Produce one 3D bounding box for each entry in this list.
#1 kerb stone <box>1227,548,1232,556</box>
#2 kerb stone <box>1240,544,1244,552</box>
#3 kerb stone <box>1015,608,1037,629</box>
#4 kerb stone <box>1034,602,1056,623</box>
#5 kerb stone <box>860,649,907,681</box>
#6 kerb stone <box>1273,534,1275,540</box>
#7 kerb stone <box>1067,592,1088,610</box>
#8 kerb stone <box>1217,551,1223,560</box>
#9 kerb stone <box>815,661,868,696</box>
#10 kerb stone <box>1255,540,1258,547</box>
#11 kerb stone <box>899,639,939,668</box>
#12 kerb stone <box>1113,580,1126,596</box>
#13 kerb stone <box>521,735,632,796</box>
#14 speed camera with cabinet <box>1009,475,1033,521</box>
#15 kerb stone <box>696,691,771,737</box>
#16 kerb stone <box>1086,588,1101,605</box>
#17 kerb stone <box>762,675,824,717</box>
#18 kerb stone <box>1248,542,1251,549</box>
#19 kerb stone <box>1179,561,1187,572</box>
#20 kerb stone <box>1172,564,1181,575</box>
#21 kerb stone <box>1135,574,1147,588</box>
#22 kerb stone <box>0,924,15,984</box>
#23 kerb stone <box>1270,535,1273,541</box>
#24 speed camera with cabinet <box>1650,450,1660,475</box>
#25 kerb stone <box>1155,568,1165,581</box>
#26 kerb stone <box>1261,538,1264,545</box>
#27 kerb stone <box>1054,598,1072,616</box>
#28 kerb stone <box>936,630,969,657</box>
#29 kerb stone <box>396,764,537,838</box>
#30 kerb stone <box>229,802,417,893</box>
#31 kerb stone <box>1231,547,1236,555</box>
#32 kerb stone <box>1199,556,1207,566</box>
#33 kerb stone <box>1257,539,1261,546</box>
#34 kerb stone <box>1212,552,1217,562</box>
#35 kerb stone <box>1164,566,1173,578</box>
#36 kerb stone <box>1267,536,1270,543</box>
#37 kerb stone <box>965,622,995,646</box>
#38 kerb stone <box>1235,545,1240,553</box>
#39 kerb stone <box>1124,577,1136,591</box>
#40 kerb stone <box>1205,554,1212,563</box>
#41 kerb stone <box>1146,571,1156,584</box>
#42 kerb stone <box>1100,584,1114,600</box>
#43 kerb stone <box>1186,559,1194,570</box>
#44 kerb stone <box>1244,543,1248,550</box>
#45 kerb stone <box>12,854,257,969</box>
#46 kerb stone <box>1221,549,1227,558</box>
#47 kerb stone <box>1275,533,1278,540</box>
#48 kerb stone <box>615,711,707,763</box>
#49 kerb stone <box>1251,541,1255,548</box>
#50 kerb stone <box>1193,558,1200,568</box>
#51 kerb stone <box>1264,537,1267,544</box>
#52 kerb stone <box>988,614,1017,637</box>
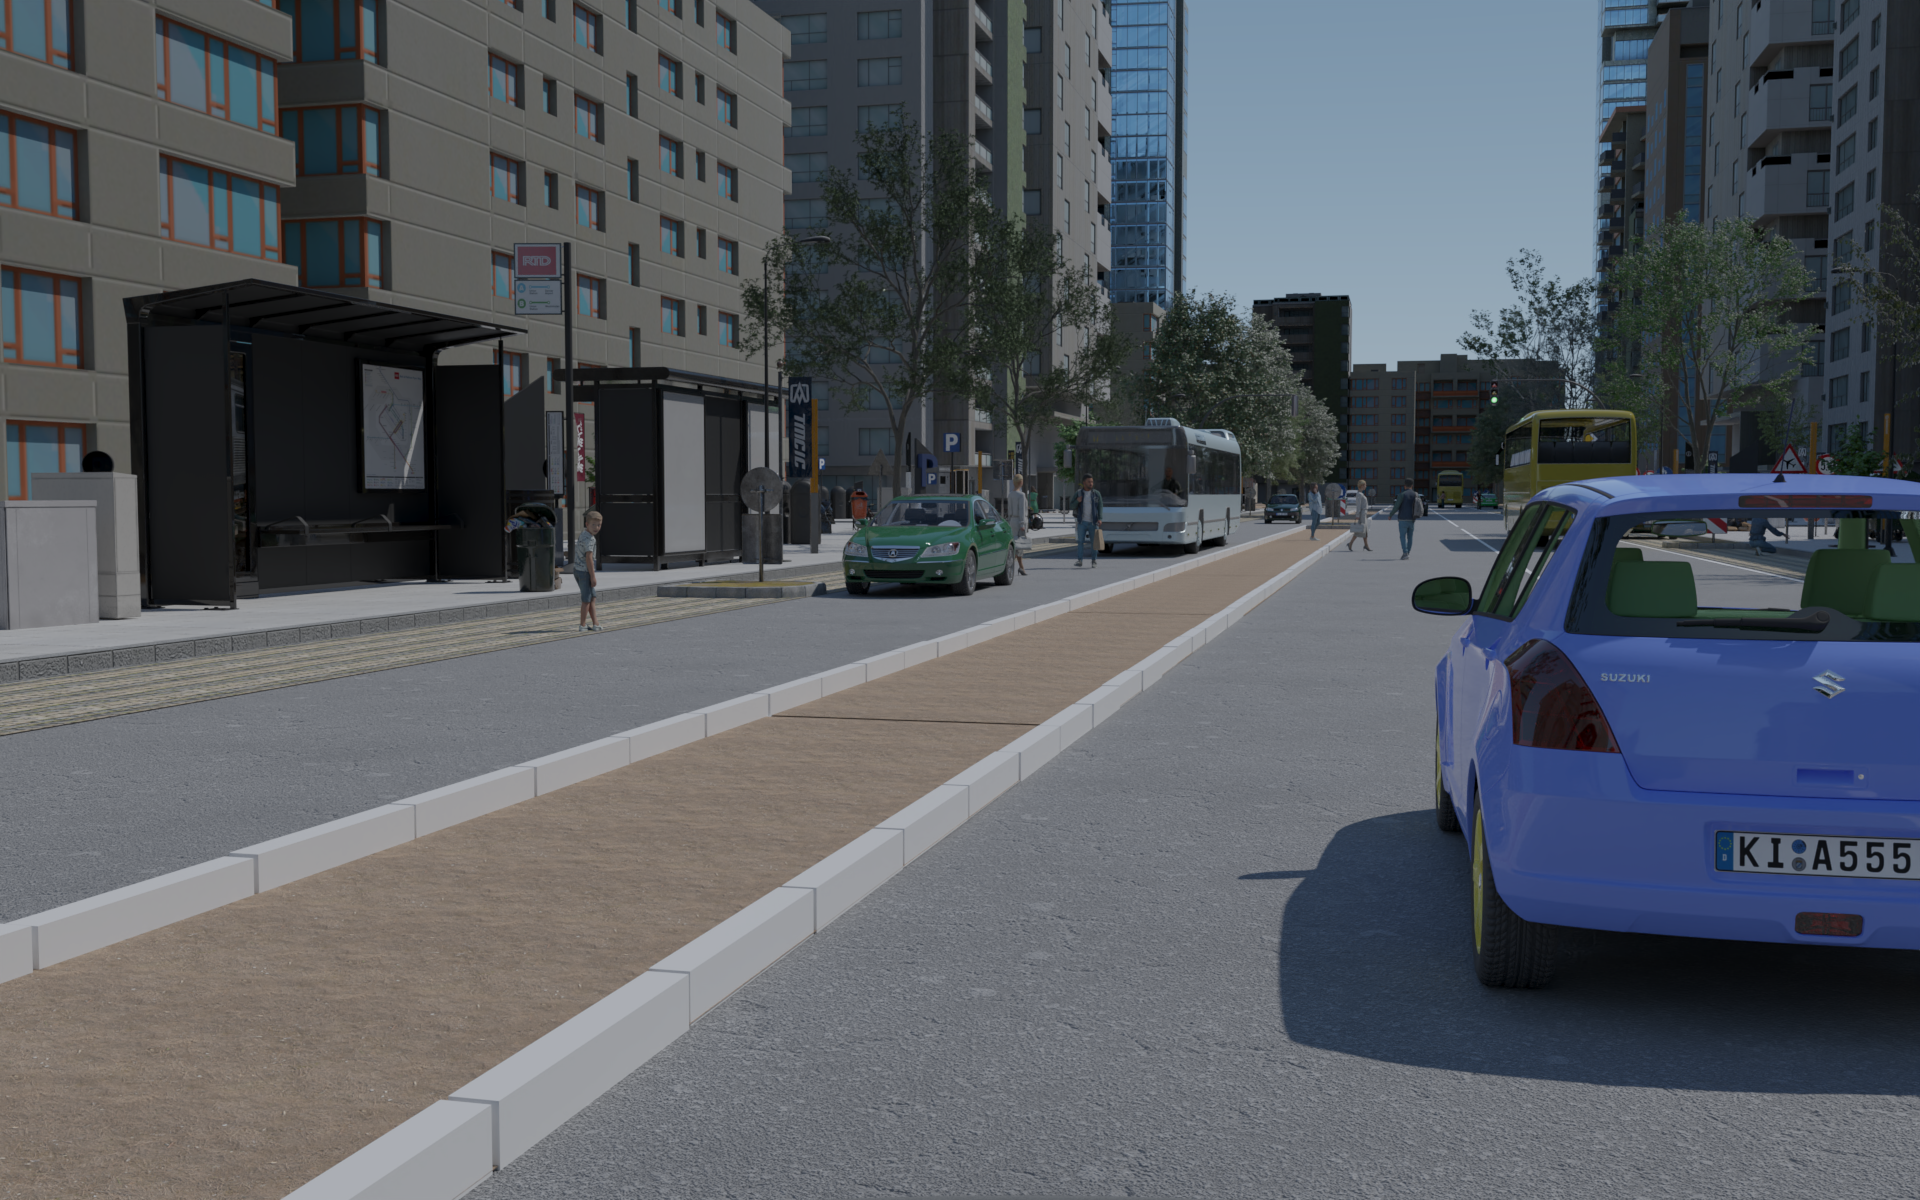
[{"bbox_3d":[6.017,-1.054,39.426,0.120,0.150,1.000,1,4,14],"label":"kerb stone"},{"bbox_3d":[6.789,-1.236,42.399,0.120,0.150,1.000,1,4,14],"label":"kerb stone"},{"bbox_3d":[0.638,0.224,18.580,0.120,0.150,1.000,1,4,14],"label":"kerb stone"},{"bbox_3d":[0.898,0.161,19.569,0.120,0.150,1.000,1,4,14],"label":"kerb stone"},{"bbox_3d":[-0.637,0.525,13.618,0.120,0.150,1.000,1,4,14],"label":"kerb stone"},{"bbox_3d":[9.338,-1.842,52.311,0.120,0.150,1.000,1,4,14],"label":"kerb stone"},{"bbox_3d":[1.408,0.039,21.550,0.120,0.150,1.000,1,4,14],"label":"kerb stone"},{"bbox_3d":[5.512,-0.932,37.442,0.120,0.150,1.000,1,4,14],"label":"kerb stone"},{"bbox_3d":[-0.897,0.589,12.627,0.120,0.150,1.000,1,4,14],"label":"kerb stone"},{"bbox_3d":[7.802,-1.478,46.362,0.120,0.150,1.000,1,4,14],"label":"kerb stone"},{"bbox_3d":[-0.385,0.464,14.615,0.120,0.150,1.000,1,4,14],"label":"kerb stone"},{"bbox_3d":[2.171,-0.143,24.527,0.120,0.150,1.000,1,4,14],"label":"kerb stone"},{"bbox_3d":[-1.923,0.829,8.646,0.120,0.150,1.000,1,4,14],"label":"kerb stone"},{"bbox_3d":[2.916,-5.389,82.438,0.660,3.252,2.038,1,4,20],"label":"speed camera with cabinet"},{"bbox_3d":[-1.413,0.708,10.636,0.120,0.150,1.000,1,4,14],"label":"kerb stone"},{"bbox_3d":[1.660,-0.021,22.541,0.120,0.150,1.000,1,4,14],"label":"kerb stone"},{"bbox_3d":[-1.151,0.647,11.624,0.120,0.150,1.000,1,4,14],"label":"kerb stone"},{"bbox_3d":[7.299,-1.357,44.379,0.120,0.150,1.000,1,4,14],"label":"kerb stone"},{"bbox_3d":[3.963,-0.568,31.486,0.120,0.150,1.000,1,4,14],"label":"kerb stone"},{"bbox_3d":[3.716,-0.506,30.490,0.120,0.150,1.000,1,4,14],"label":"kerb stone"},{"bbox_3d":[2.688,-0.264,26.519,0.120,0.150,1.000,1,4,14],"label":"kerb stone"},{"bbox_3d":[-2.940,1.071,4.679,0.120,0.150,1.000,1,4,14],"label":"kerb stone"},{"bbox_3d":[9.090,-1.779,51.319,0.120,0.150,1.000,1,4,14],"label":"kerb stone"},{"bbox_3d":[30.621,-5.097,77.671,2.038,3.252,0.660,-1,4,-8],"label":"speed camera with cabinet"},{"bbox_3d":[3.205,-0.386,28.510,0.120,0.150,1.000,1,4,14],"label":"kerb stone"},{"bbox_3d":[8.321,-1.587,48.344,0.120,0.150,1.000,1,4,14],"label":"kerb stone"},{"bbox_3d":[1.146,0.109,20.561,0.120,0.150,1.000,1,4,14],"label":"kerb stone"},{"bbox_3d":[-0.119,0.410,15.606,0.120,0.150,1.000,1,4,14],"label":"kerb stone"},{"bbox_3d":[-2.181,0.889,7.657,0.120,0.150,1.000,1,4,14],"label":"kerb stone"},{"bbox_3d":[-2.431,0.950,6.666,0.120,0.150,1.000,1,4,14],"label":"kerb stone"},{"bbox_3d":[6.268,-1.108,40.419,0.120,0.150,1.000,1,4,14],"label":"kerb stone"},{"bbox_3d":[4.739,-0.750,34.463,0.120,0.150,1.000,1,4,14],"label":"kerb stone"},{"bbox_3d":[8.054,-1.537,47.357,0.120,0.150,1.000,1,4,14],"label":"kerb stone"},{"bbox_3d":[5.247,-0.872,36.449,0.120,0.150,1.000,1,4,14],"label":"kerb stone"},{"bbox_3d":[3.454,-0.447,29.502,0.120,0.150,1.000,1,4,14],"label":"kerb stone"},{"bbox_3d":[8.833,-1.721,50.330,0.120,0.150,1.000,1,4,14],"label":"kerb stone"},{"bbox_3d":[0.135,0.350,16.597,0.120,0.150,1.000,1,4,14],"label":"kerb stone"},{"bbox_3d":[6.527,-1.174,41.410,0.120,0.150,1.000,1,4,14],"label":"kerb stone"},{"bbox_3d":[2.427,-0.200,25.521,0.120,0.150,1.000,1,4,14],"label":"kerb stone"},{"bbox_3d":[4.993,-0.809,35.454,0.120,0.150,1.000,1,4,14],"label":"kerb stone"},{"bbox_3d":[2.941,-0.325,27.510,0.120,0.150,1.000,1,4,14],"label":"kerb stone"},{"bbox_3d":[1.916,-0.082,23.530,0.120,0.150,1.000,1,4,14],"label":"kerb stone"},{"bbox_3d":[4.224,-0.629,32.474,0.120,0.150,1.000,1,4,14],"label":"kerb stone"},{"bbox_3d":[7.040,-1.296,43.390,0.120,0.150,1.000,1,4,14],"label":"kerb stone"},{"bbox_3d":[-2.688,1.019,5.678,0.120,0.150,1.000,1,4,14],"label":"kerb stone"},{"bbox_3d":[5.760,-0.991,38.436,0.120,0.150,1.000,1,4,14],"label":"kerb stone"},{"bbox_3d":[9.598,-1.903,53.305,0.120,0.150,1.000,1,4,14],"label":"kerb stone"},{"bbox_3d":[-1.674,0.768,9.642,0.120,0.150,1.000,1,4,14],"label":"kerb stone"},{"bbox_3d":[7.552,-1.417,45.370,0.120,0.150,1.000,1,4,14],"label":"kerb stone"},{"bbox_3d":[4.473,-0.689,33.466,0.120,0.150,1.000,1,4,14],"label":"kerb stone"},{"bbox_3d":[8.571,-1.660,49.339,0.120,0.150,1.000,1,4,14],"label":"kerb stone"},{"bbox_3d":[0.383,0.282,17.590,0.120,0.150,1.000,1,4,14],"label":"kerb stone"}]
